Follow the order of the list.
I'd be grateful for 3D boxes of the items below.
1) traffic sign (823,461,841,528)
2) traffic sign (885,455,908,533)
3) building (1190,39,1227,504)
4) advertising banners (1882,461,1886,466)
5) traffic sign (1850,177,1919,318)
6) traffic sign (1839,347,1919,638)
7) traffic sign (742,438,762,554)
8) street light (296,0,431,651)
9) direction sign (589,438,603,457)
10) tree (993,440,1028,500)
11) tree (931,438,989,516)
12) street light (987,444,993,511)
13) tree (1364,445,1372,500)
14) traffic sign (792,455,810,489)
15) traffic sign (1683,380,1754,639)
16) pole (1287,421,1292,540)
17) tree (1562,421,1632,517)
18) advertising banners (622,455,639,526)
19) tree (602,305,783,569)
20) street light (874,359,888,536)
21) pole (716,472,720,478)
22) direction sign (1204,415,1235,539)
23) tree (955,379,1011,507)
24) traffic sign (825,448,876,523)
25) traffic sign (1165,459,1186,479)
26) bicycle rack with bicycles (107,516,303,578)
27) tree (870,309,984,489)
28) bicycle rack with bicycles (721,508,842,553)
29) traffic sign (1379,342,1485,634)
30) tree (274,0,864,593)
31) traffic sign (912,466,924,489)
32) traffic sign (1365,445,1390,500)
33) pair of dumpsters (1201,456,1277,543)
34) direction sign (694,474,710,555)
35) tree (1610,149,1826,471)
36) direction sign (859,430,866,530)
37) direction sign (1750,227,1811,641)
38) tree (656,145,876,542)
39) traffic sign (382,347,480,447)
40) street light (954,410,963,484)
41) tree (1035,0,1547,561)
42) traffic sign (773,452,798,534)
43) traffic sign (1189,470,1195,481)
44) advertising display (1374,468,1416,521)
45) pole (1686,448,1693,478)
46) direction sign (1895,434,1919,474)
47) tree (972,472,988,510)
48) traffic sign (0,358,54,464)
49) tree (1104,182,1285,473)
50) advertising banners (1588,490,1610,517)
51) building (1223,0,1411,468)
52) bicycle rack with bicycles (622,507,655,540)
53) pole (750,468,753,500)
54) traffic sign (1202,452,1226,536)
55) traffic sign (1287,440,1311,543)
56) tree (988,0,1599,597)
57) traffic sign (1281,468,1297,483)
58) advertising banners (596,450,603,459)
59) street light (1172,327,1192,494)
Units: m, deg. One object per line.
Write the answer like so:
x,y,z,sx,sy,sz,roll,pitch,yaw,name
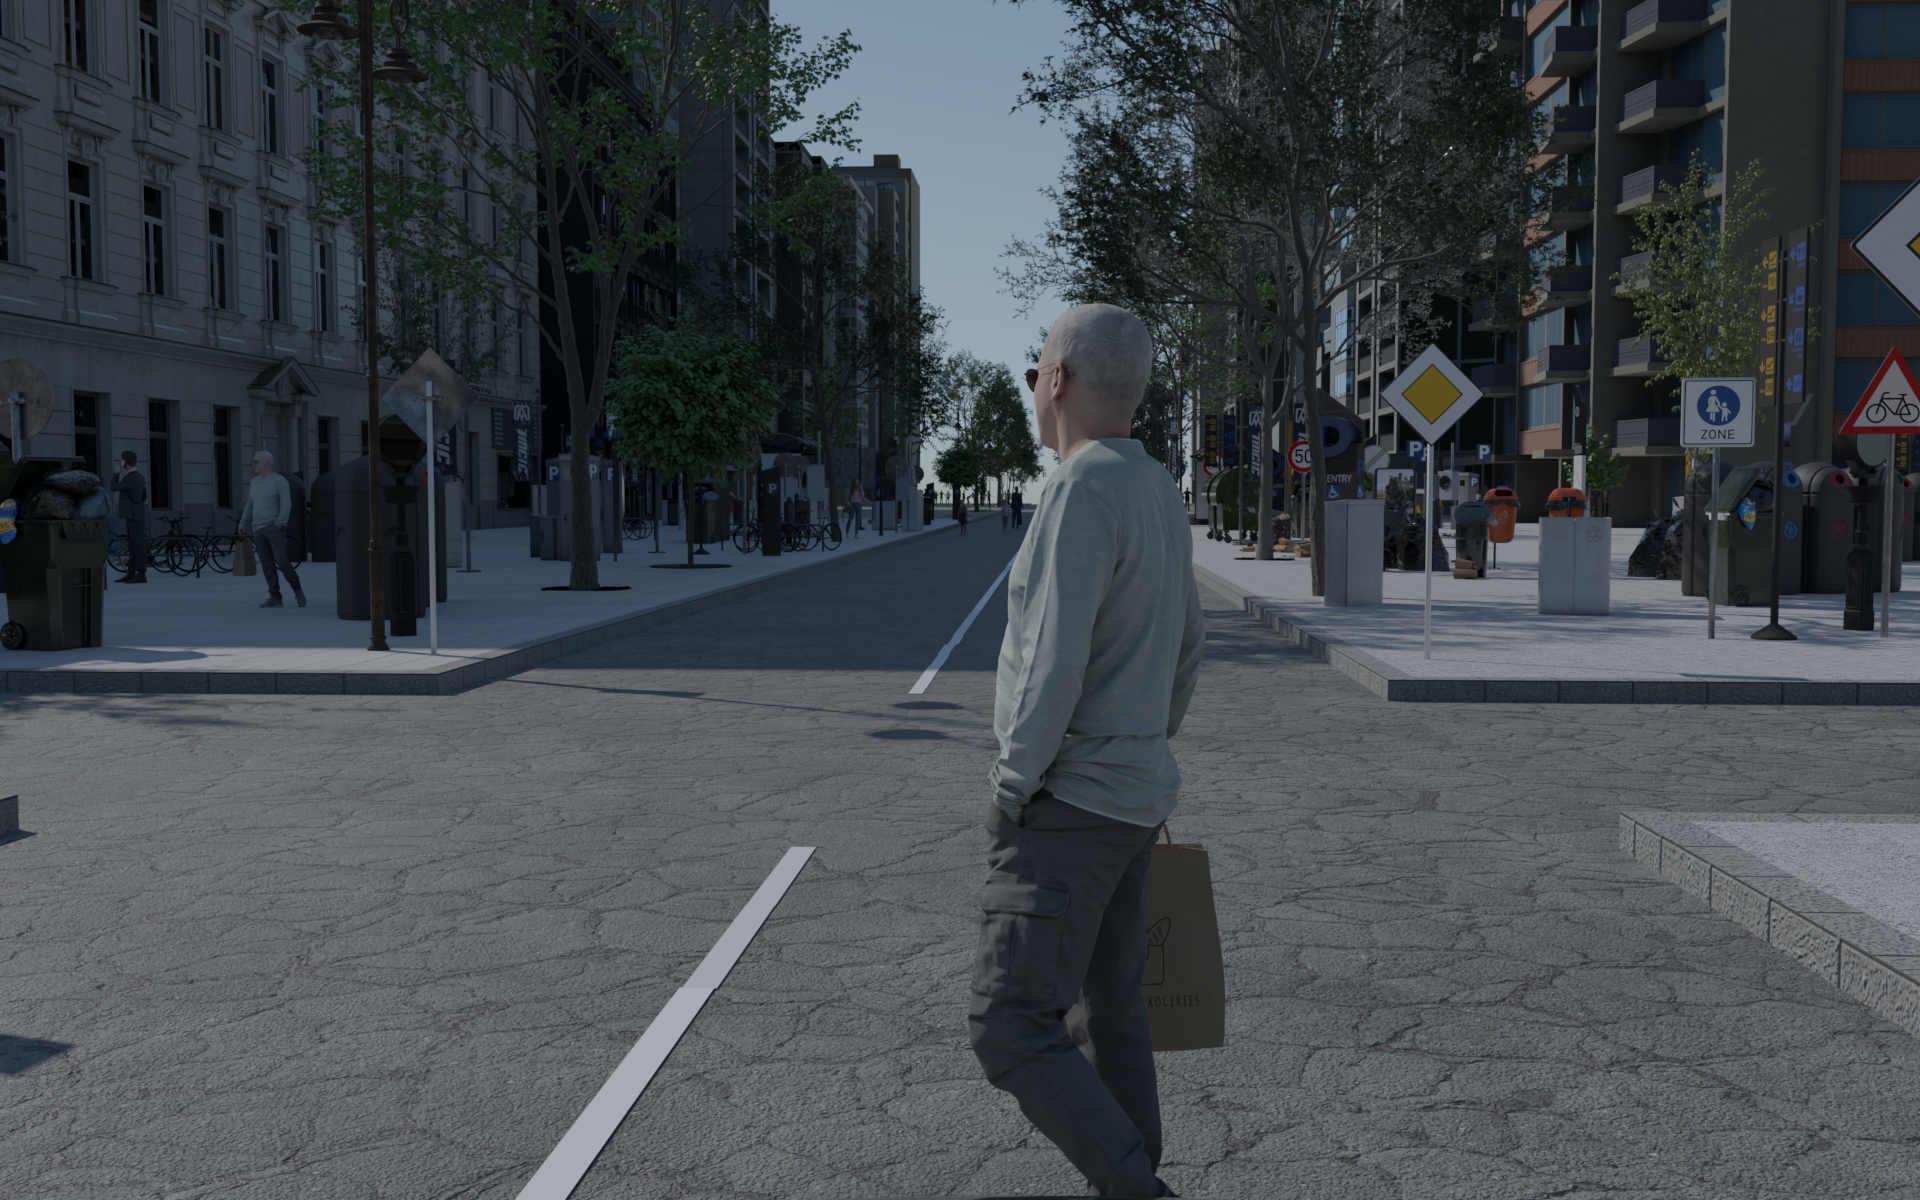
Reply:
-4.910,-4.033,66.045,0.768,2.556,0.104,0,4,4,traffic sign
-2.105,-3.491,57.183,0.768,2.556,0.104,0,4,4,traffic sign
41.585,-42.158,231.286,21.231,58.520,28.212,0,4,3,building
20.226,-2.603,38.752,2.074,3.025,0.090,-2,4,-24,advertising banners
3.175,-0.196,5.389,0.795,2.593,0.064,0,4,3,traffic sign
8.255,-0.941,15.395,0.884,2.594,0.081,0,4,7,traffic sign
-4.594,-2.248,36.862,0.768,2.556,0.104,1,4,10,traffic sign
-4.779,-2.524,14.054,0.468,5.910,1.993,0,4,3,street light
-14.848,-4.765,69.906,0.876,3.537,0.379,-1,4,-23,direction sign
4.150,-13.935,178.197,4.360,8.622,3.978,0,3,0,tree
-0.037,-7.173,100.985,4.285,4.588,4.351,0,3,0,tree
2.266,-9.697,131.336,0.468,5.910,1.993,0,4,3,street light
16.079,-4.545,68.911,1.663,3.219,1.824,0,3,0,tree
-5.283,-3.469,56.824,0.768,2.556,0.104,0,4,7,traffic sign
6.668,-0.806,15.304,0.606,2.300,0.079,1,4,10,traffic sign
9.202,-3.342,48.483,0.158,3.312,0.155,0,3,0,pole
16.128,-3.055,44.546,1.663,3.219,1.824,0,3,0,tree
-12.147,-4.136,63.803,0.090,3.025,2.074,-2,4,-25,advertising banners
-4.718,-2.843,30.195,4.285,4.588,4.351,0,3,0,tree
-2.427,-4.912,53.102,0.468,5.910,1.993,0,4,3,street light
-12.542,-5.859,89.644,0.158,3.312,0.155,0,3,0,pole
7.422,-3.519,49.532,0.876,3.537,0.379,0,4,-5,direction sign
3.672,-15.229,165.997,9.611,12.733,9.660,0,3,0,tree
-4.838,-5.040,76.280,2.265,3.308,0.079,0,4,5,traffic sign
7.706,-3.792,62.111,0.768,2.556,0.104,0,4,7,traffic sign
-12.461,-0.877,27.715,2.925,0.926,2.852,1,4,14,bicycle rack with bicycles
-1.735,-7.248,68.865,4.360,8.622,3.978,0,3,0,tree
-4.036,-1.566,38.994,2.925,0.926,2.852,-2,4,-25,bicycle rack with bicycles
3.646,-0.683,13.360,0.795,2.593,0.064,0,4,3,traffic sign
-4.944,-5.942,22.911,9.928,11.665,9.643,0,3,0,tree
-1.981,-4.734,77.511,0.768,2.556,0.104,1,4,11,traffic sign
10.763,-2.749,45.048,0.768,2.556,0.104,0,4,8,traffic sign
7.491,-2.715,46.881,1.574,2.255,4.437,0,4,4,pair of dumpsters
-5.493,-2.731,36.642,0.876,3.537,0.379,0,4,-6,direction sign
16.369,-5.351,37.857,4.737,8.622,4.395,0,3,0,tree
-3.549,-4.262,61.673,0.379,3.537,0.876,0,4,-3,direction sign
7.200,-1.420,15.215,0.379,3.537,0.876,0,4,1,direction sign
-3.568,-6.857,46.519,7.601,10.594,8.767,3,5,40,tree
-4.233,-0.713,13.845,0.795,2.593,0.064,0,4,3,traffic sign
-0.091,-7.264,91.551,0.468,5.910,1.993,0,4,3,street light
6.013,-7.517,33.279,12.009,13.543,11.850,0,3,0,tree
-5.353,-3.240,53.085,0.768,2.556,0.104,0,4,5,traffic sign
11.734,-5.254,85.639,0.795,2.593,0.064,1,4,9,traffic sign
10.583,-2.261,42.187,0.974,1.923,0.123,0,4,-1,advertising display
23.626,-3.810,56.132,0.158,3.312,0.155,0,3,0,pole
30.561,-3.897,55.718,0.876,3.537,0.379,3,4,39,direction sign
1.811,-8.863,139.517,1.663,3.219,1.824,0,3,0,tree
-8.819,-0.986,16.223,0.768,2.556,0.104,1,4,13,traffic sign
7.102,-8.019,56.863,9.928,11.665,9.643,0,3,0,tree
19.996,-3.566,54.486,0.090,3.025,2.074,3,5,44,advertising banners
40.493,-46.932,205.591,20.563,71.187,20.611,0,4,3,building
-9.793,-2.140,48.368,2.925,0.926,2.852,-1,4,-22,bicycle rack with bicycles
-9.696,-5.317,80.781,0.158,3.312,0.155,0,3,0,pole
7.720,-3.204,52.492,0.768,2.556,0.104,0,4,4,traffic sign
8.079,-2.486,40.756,0.768,2.556,0.104,1,4,11,traffic sign
4.263,-5.334,21.623,7.601,10.594,8.767,1,4,22,tree
10.199,-3.219,52.635,0.884,2.594,0.081,1,4,12,traffic sign
-14.050,-4.483,69.485,0.090,3.025,2.074,1,4,18,advertising banners
6.143,-4.607,48.116,0.468,5.910,1.993,0,4,3,street light
